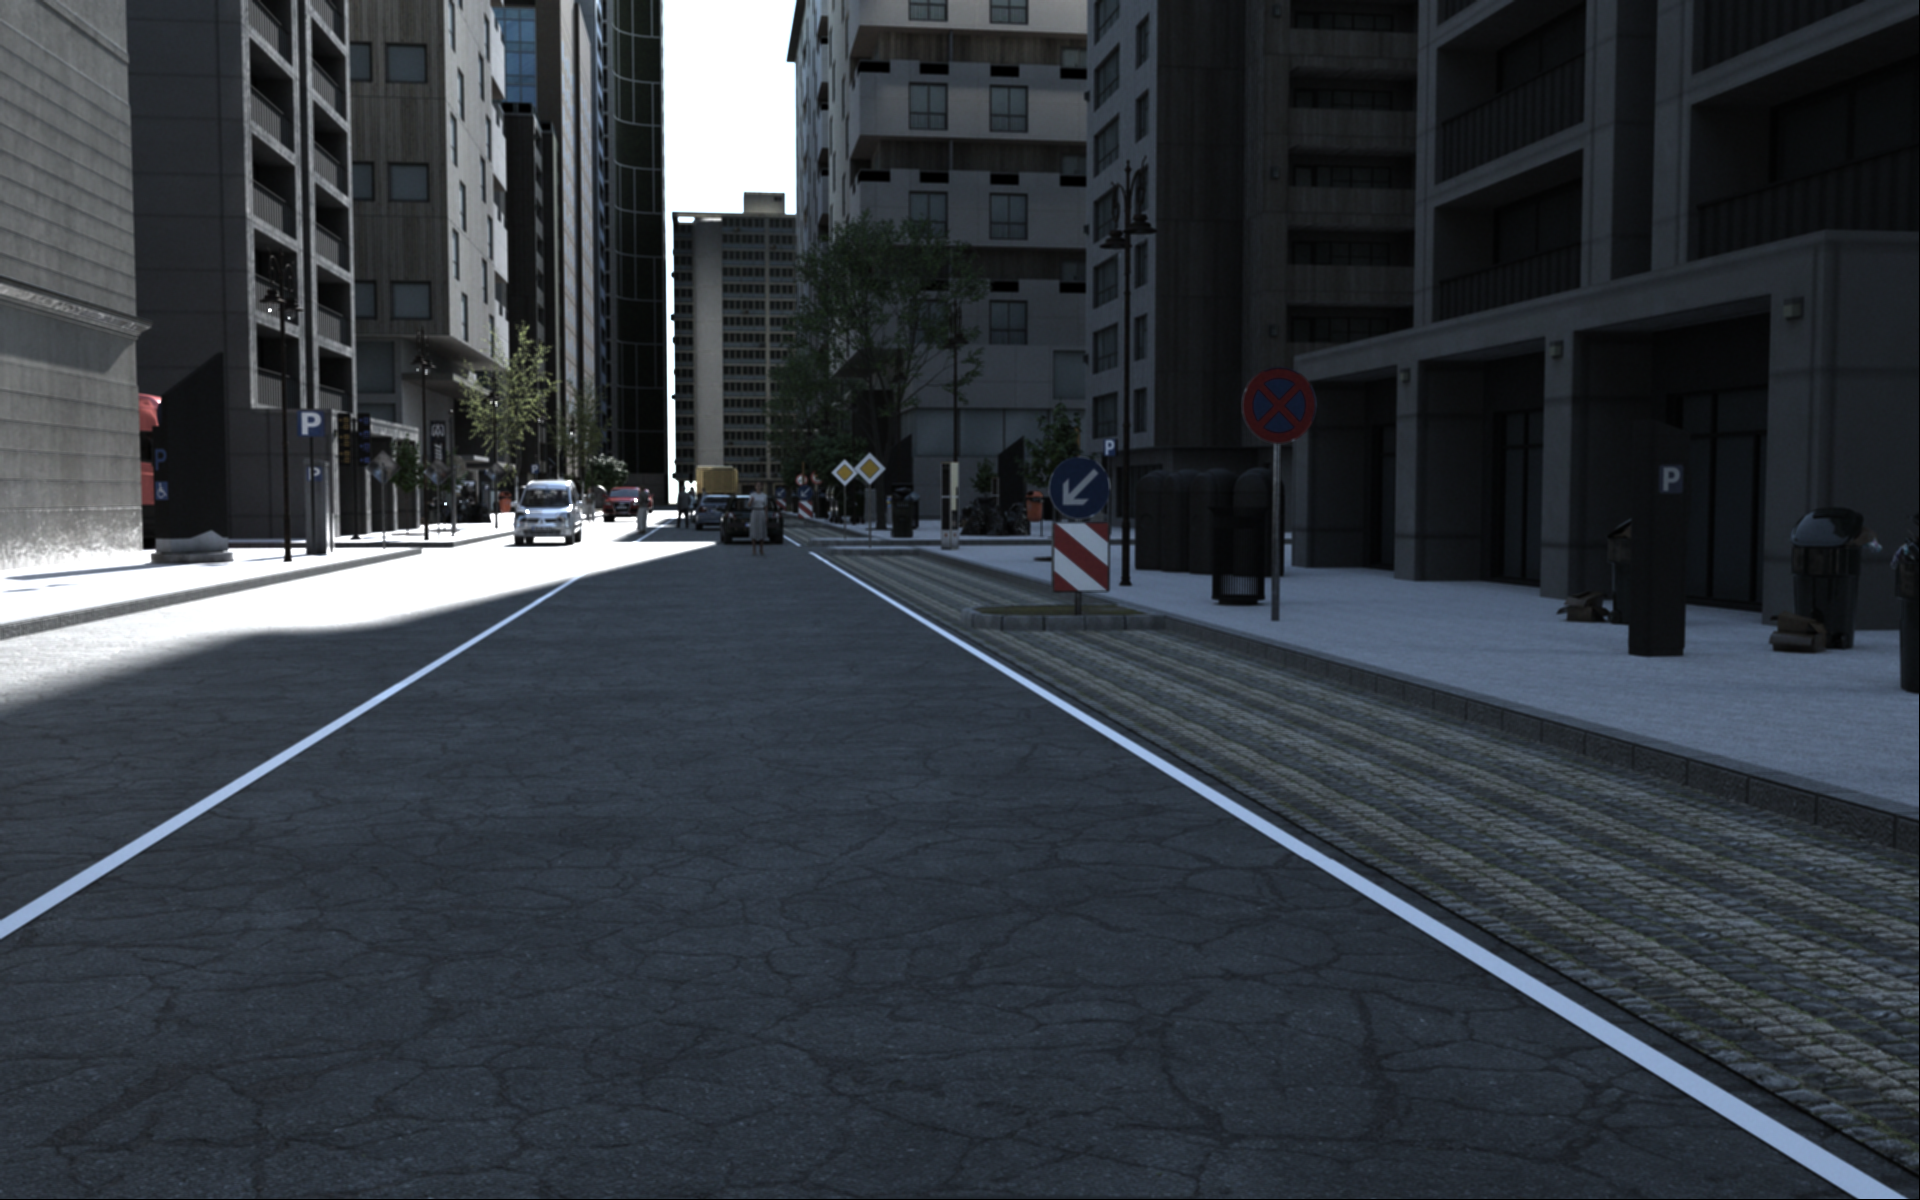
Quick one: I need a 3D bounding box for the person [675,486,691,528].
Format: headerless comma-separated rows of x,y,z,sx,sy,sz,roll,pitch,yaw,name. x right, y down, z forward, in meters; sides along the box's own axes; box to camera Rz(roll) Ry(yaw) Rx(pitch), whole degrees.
-11.725,-3.934,73.218,0.661,1.777,0.834,-3,4,-38,person

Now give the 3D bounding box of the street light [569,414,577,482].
-21.964,-7.683,98.406,0.468,5.910,1.993,0,4,-8,street light

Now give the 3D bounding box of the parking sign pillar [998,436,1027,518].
2.437,-5.631,80.531,1.447,3.967,1.447,2,4,26,parking sign pillar

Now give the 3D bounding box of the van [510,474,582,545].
-11.889,-2.632,50.051,2.013,2.044,4.112,0,4,-8,van

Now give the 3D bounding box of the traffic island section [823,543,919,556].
-2.130,-1.169,41.399,2.009,0.180,2.903,0,4,-8,traffic island section

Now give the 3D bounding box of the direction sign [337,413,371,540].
-16.949,-3.458,48.535,0.876,3.537,0.379,-1,4,-8,direction sign

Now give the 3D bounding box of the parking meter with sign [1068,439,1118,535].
4.127,-3.544,54.201,1.738,3.016,0.543,-3,5,-41,parking meter with sign

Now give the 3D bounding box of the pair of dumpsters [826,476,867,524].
-4.982,-4.515,76.318,1.574,2.255,4.437,-1,4,-8,pair of dumpsters

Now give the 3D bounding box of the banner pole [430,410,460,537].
-15.477,-3.789,51.961,0.863,3.779,0.401,0,4,1,banner pole

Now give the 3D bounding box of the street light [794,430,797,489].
-11.685,-9.185,122.961,0.468,5.910,1.993,0,4,-8,street light

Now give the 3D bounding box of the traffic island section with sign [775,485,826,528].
-6.746,-3.990,73.871,1.989,1.847,2.006,0,4,-8,traffic island section with sign

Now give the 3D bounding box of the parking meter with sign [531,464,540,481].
-24.562,-6.466,101.975,0.543,3.016,1.738,1,4,17,parking meter with sign

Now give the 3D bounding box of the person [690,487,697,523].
-13.162,-4.705,85.613,0.473,1.802,0.592,2,4,24,person

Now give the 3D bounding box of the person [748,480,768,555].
-4.733,-1.933,40.680,0.480,1.755,0.524,-1,4,-22,person

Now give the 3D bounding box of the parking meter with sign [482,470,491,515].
-29.749,-6.885,108.834,0.543,3.016,1.738,-2,4,-26,parking meter with sign

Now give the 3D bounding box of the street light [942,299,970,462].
-0.109,-4.184,41.203,0.468,5.910,1.993,0,4,-8,street light

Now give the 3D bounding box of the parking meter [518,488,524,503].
-18.764,-4.022,74.173,0.372,1.533,0.369,0,3,0,parking meter

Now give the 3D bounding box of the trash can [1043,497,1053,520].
4.362,-4.459,84.565,0.748,1.137,0.748,0,3,0,trash can

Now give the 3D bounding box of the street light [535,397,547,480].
-19.586,-6.627,81.144,0.468,5.910,1.993,0,4,-8,street light

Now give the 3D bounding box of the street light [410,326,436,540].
-14.775,-4.587,47.793,0.468,5.910,1.993,0,4,-8,street light

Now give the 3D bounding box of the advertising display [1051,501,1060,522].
4.455,-4.575,80.019,0.123,1.923,0.974,-1,4,-19,advertising display

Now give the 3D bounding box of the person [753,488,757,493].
-9.641,-4.452,82.122,0.563,1.720,0.643,2,4,32,person

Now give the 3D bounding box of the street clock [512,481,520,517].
-24.049,-5.465,93.917,0.358,2.002,0.471,-3,5,-42,street clock

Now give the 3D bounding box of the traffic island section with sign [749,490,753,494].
-21.366,-10.300,177.034,1.989,1.847,2.006,0,4,-8,traffic island section with sign

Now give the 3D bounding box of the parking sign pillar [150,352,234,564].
-14.454,-2.693,32.511,1.447,3.967,1.447,2,4,26,parking sign pillar

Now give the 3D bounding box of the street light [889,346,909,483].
-1.903,-4.980,54.204,0.468,5.910,1.993,0,4,-8,street light

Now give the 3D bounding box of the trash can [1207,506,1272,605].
3.239,-0.519,20.132,0.748,1.137,0.748,0,3,0,trash can

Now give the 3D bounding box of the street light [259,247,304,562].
-12.734,-3.661,32.641,0.468,5.910,1.993,0,4,-8,street light

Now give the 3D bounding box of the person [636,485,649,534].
-11.487,-3.272,62.549,0.362,1.759,0.519,2,4,31,person

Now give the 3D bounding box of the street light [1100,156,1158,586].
2.324,-3.140,24.122,0.468,5.910,1.993,0,4,-8,street light

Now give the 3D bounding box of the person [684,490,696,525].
-12.562,-4.298,80.584,0.589,1.601,0.330,-3,4,-36,person

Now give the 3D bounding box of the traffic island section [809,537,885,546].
-3.252,-1.653,49.305,2.009,0.180,2.903,0,4,-8,traffic island section

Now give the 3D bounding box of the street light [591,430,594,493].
-24.475,-8.711,115.205,0.468,5.910,1.993,0,4,-8,street light

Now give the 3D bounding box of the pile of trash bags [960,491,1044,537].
1.501,-2.659,53.225,1.912,1.369,3.447,-2,4,-33,pile of trash bags

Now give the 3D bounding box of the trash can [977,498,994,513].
1.056,-3.669,71.646,0.748,1.137,0.748,0,3,0,trash can

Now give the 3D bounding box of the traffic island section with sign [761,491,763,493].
-10.601,-5.655,101.079,1.989,1.847,2.006,0,4,-8,traffic island section with sign

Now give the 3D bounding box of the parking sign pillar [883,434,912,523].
-2.827,-5.434,77.316,1.447,3.967,1.447,-1,4,-18,parking sign pillar

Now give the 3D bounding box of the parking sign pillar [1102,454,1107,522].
6.575,-5.129,72.334,1.447,3.967,1.447,2,4,35,parking sign pillar

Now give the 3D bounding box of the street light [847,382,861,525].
-4.392,-6.049,71.685,0.468,5.910,1.993,0,4,-8,street light

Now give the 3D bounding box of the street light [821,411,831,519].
-6.829,-7.081,88.562,0.468,5.910,1.993,0,4,-8,street light

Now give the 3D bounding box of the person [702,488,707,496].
-15.680,-5.968,106.192,0.853,1.813,0.709,-3,4,-39,person

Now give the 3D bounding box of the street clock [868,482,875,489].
-4.329,-4.895,84.608,0.358,2.002,0.471,1,4,11,street clock

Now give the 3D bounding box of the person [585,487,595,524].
-17.805,-4.541,83.287,0.519,1.759,0.362,1,4,8,person

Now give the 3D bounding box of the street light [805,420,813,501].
-9.197,-8.130,105.705,0.468,5.910,1.993,0,4,-8,street light

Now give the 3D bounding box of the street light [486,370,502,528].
-17.320,-5.612,64.548,0.468,5.910,1.993,0,4,-8,street light

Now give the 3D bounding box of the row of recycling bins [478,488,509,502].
-32.958,-6.906,120.022,3.534,1.692,1.069,0,4,-2,row of recycling bins

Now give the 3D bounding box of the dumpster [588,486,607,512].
-25.234,-7.006,120.300,1.264,1.857,1.865,0,4,-8,dumpster

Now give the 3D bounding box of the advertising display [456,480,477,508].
-22.825,-4.575,80.009,0.974,1.923,0.123,0,4,4,advertising display

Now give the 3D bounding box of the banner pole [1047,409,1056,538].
2.865,-3.672,50.051,0.401,3.779,0.863,-2,4,-34,banner pole

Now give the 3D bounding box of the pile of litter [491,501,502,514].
-30.939,-6.166,114.775,1.176,0.858,1.719,3,5,43,pile of litter

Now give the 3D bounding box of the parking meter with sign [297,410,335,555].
-13.718,-2.493,37.016,0.543,3.016,1.738,-1,4,-12,parking meter with sign

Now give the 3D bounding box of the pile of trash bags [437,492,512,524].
-21.428,-4.097,76.742,3.447,1.369,1.912,-3,5,-44,pile of trash bags

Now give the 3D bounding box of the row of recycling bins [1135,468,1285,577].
4.012,-1.293,28.257,1.069,1.692,3.534,-2,4,-28,row of recycling bins

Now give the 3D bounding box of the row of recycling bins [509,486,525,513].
-21.770,-5.061,89.860,3.534,1.692,1.069,3,5,40,row of recycling bins

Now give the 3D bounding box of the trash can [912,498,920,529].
-1.816,-3.161,63.338,0.748,1.137,0.748,0,3,0,trash can

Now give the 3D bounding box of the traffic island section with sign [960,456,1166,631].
1.048,-0.633,18.973,1.989,1.847,2.006,0,4,-8,traffic island section with sign

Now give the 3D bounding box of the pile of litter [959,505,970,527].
0.102,-3.257,67.222,1.176,0.858,1.719,-1,4,-16,pile of litter

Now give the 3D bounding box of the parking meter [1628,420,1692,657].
5.560,-0.492,13.753,0.399,1.863,0.255,-1,4,-16,parking meter

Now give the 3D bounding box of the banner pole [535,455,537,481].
-27.311,-7.445,111.736,0.401,3.779,0.863,-1,4,-18,banner pole
